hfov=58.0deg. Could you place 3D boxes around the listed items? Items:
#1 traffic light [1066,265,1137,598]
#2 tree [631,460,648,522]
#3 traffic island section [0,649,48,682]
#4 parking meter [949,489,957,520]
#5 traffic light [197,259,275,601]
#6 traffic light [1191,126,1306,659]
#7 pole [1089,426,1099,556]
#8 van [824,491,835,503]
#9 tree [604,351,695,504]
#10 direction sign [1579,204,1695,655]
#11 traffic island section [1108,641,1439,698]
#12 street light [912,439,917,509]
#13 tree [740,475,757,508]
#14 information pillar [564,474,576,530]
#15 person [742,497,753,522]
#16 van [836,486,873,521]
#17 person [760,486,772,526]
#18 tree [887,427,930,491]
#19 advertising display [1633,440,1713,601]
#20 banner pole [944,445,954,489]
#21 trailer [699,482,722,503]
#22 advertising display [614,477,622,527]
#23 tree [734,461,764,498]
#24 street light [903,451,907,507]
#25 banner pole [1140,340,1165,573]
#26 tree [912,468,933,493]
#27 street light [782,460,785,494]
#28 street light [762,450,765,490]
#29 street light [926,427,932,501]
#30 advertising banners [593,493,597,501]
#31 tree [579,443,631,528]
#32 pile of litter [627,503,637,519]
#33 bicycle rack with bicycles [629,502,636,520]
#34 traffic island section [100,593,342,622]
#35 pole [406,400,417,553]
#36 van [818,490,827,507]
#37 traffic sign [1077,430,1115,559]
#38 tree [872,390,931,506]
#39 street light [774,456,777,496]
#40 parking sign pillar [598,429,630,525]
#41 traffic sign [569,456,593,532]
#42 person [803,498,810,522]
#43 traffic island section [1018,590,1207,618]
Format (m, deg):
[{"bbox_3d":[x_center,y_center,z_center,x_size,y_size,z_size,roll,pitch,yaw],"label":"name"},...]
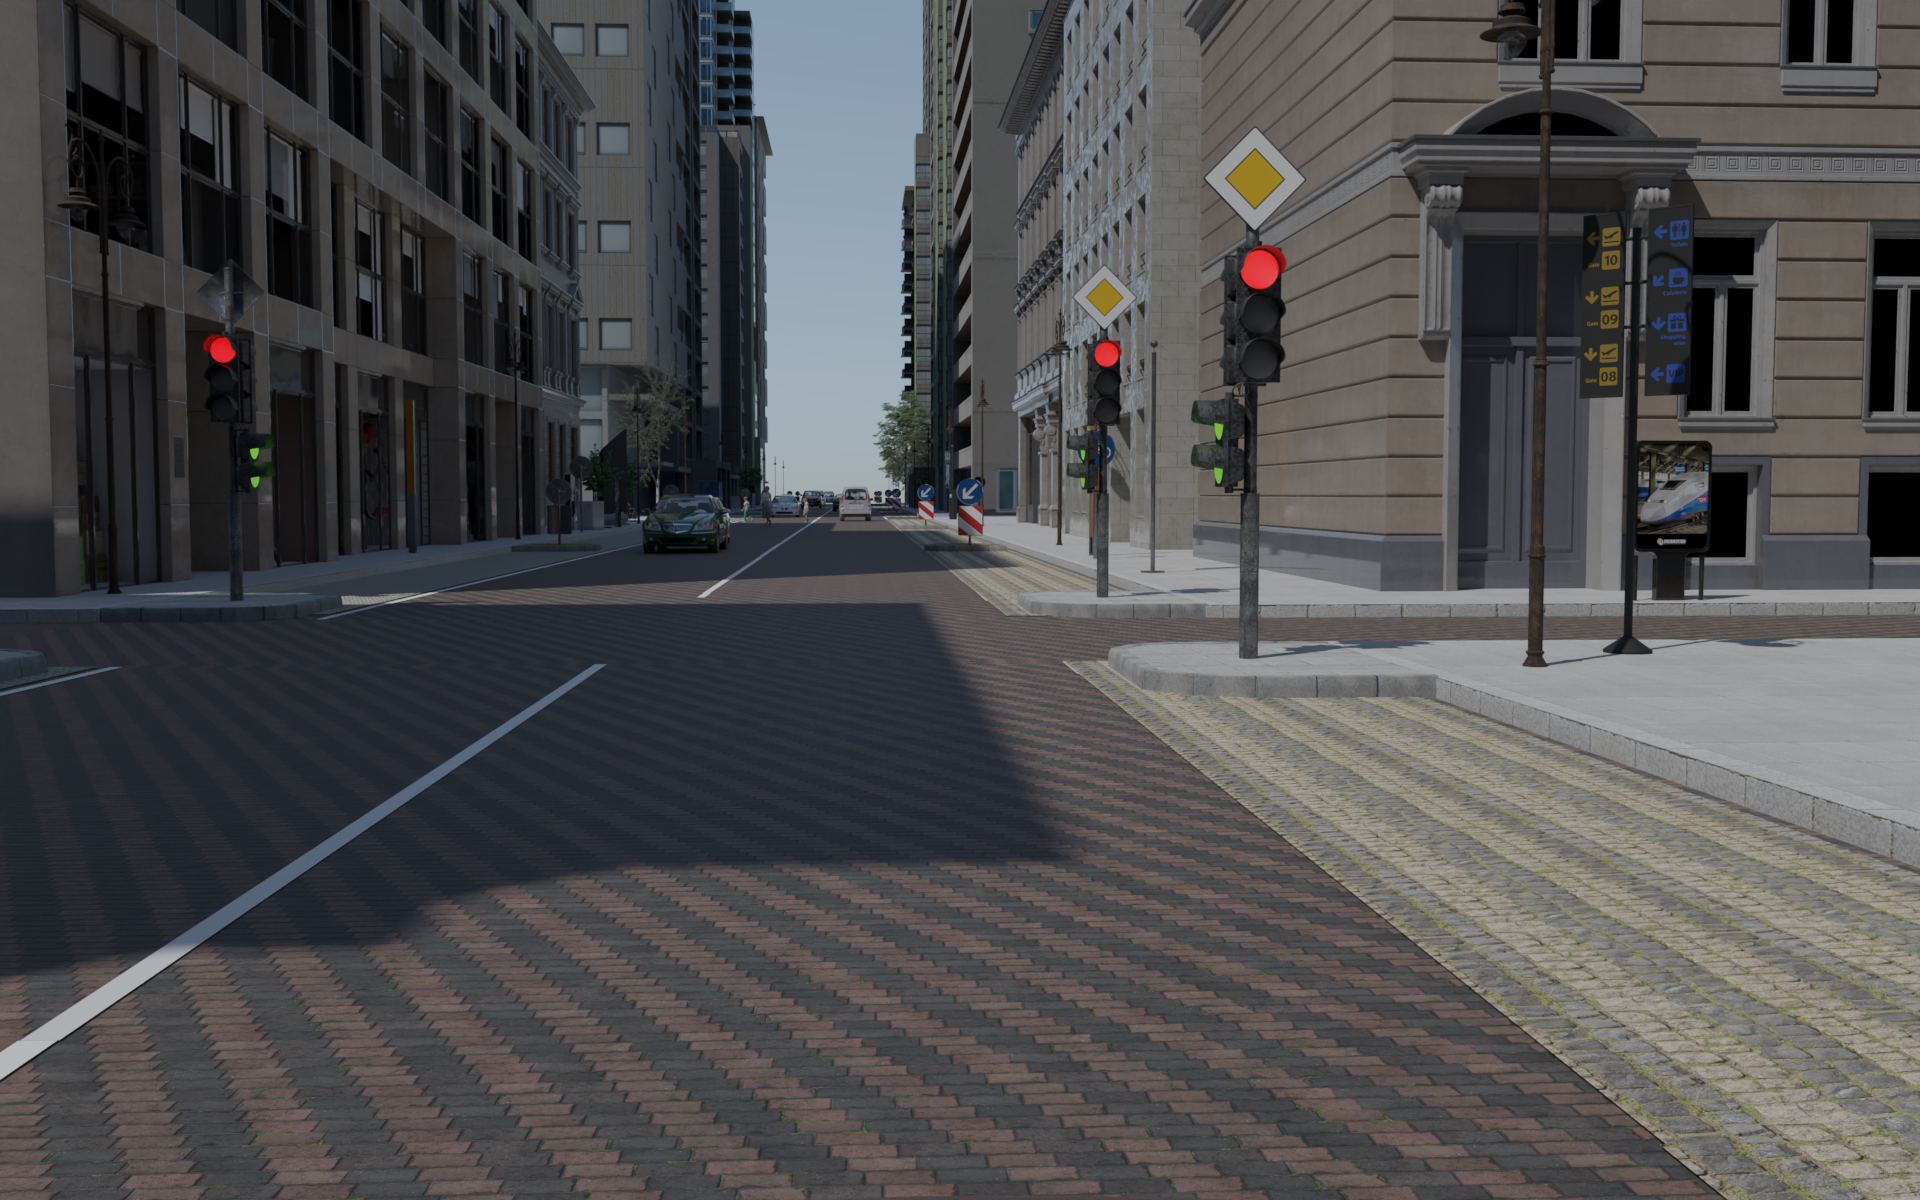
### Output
[{"bbox_3d":[1.750,-1.986,21.387,0.839,4.253,0.868,0,4,-3],"label":"traffic light"},{"bbox_3d":[-15.391,-5.279,80.917,1.663,3.219,1.824,0,3,0],"label":"tree"},{"bbox_3d":[-8.247,0.574,12.900,2.009,0.180,2.903,0,4,-3],"label":"traffic island section"},{"bbox_3d":[-0.339,-4.828,87.352,0.372,1.533,0.369,0,3,0],"label":"parking meter"},{"bbox_3d":[-8.691,-1.946,20.739,0.839,4.253,0.868,0,4,-3],"label":"traffic light"},{"bbox_3d":[2.235,-1.498,13.416,0.839,4.253,0.868,0,4,-3],"label":"traffic light"},{"bbox_3d":[2.802,-2.584,36.093,0.158,3.312,0.155,0,3,0],"label":"pole"},{"bbox_3d":[-17.472,-13.678,230.651,2.013,2.044,4.112,0,4,-4],"label":"van"},{"bbox_3d":[-15.600,-8.413,87.916,4.360,8.622,3.978,0,3,0],"label":"tree"},{"bbox_3d":[5.399,-1.340,13.901,0.876,3.537,0.379,3,5,43],"label":"direction sign"},{"bbox_3d":[2.275,0.535,13.533,2.009,0.180,2.903,0,4,-3],"label":"traffic island section"},{"bbox_3d":[-3.839,-10.597,146.052,0.468,5.910,1.993,0,4,-3],"label":"street light"},{"bbox_3d":[-19.225,-10.116,159.999,1.663,3.219,1.824,0,3,0],"label":"tree"},{"bbox_3d":[-14.031,-3.532,62.247,0.304,2.012,0.304,1,4,16],"label":"information pillar"},{"bbox_3d":[-10.744,-4.575,87.548,0.590,1.304,0.306,1,4,14],"label":"person"},{"bbox_3d":[-5.615,-5.237,92.641,2.013,2.044,4.112,0,4,-5],"label":"van"},{"bbox_3d":[-8.651,-4.224,77.794,0.478,1.798,0.641,2,4,32],"label":"person"},{"bbox_3d":[-5.247,-14.164,181.937,4.360,8.622,3.978,0,3,0],"label":"tree"},{"bbox_3d":[8.543,-0.956,20.840,0.974,1.923,0.123,0,4,-7],"label":"advertising display"},{"bbox_3d":[-0.534,-6.012,88.305,0.401,3.779,0.863,3,5,39],"label":"banner pole"},{"bbox_3d":[-12.025,-4.664,83.304,1.471,1.999,3.904,0,4,-4],"label":"trailer"},{"bbox_3d":[-13.265,-3.793,67.223,0.123,1.923,0.974,-1,4,-22],"label":"advertising display"},{"bbox_3d":[-21.060,-11.525,172.153,4.285,4.588,4.351,0,3,0],"label":"tree"},{"bbox_3d":[-5.465,-12.218,172.546,0.468,5.910,1.993,0,4,-3],"label":"street light"},{"bbox_3d":[3.165,-2.351,28.451,0.401,3.779,0.863,0,4,3],"label":"banner pole"},{"bbox_3d":[-2.487,-8.133,127.569,1.663,3.219,1.824,0,3,0],"label":"tree"},{"bbox_3d":[-23.735,-15.909,232.907,0.468,5.910,1.993,0,4,-3],"label":"street light"},{"bbox_3d":[-20.486,-12.723,180.804,0.468,5.910,1.993,0,4,-3],"label":"street light"},{"bbox_3d":[-2.179,-8.996,119.865,0.468,5.910,1.993,0,4,-3],"label":"street light"},{"bbox_3d":[-19.442,-5.858,91.968,0.090,3.025,2.074,0,4,-4],"label":"advertising banners"},{"bbox_3d":[-13.790,-4.329,65.389,1.663,3.219,1.824,0,3,0],"label":"tree"},{"bbox_3d":[-17.453,-4.637,89.774,1.719,0.858,1.176,-2,4,-25],"label":"pile of litter"},{"bbox_3d":[-16.862,-4.310,83.850,2.852,0.926,2.925,-1,4,-18],"label":"bicycle rack with bicycles"},{"bbox_3d":[-8.731,0.086,20.871,2.009,0.180,2.903,0,4,-3],"label":"traffic island section"},{"bbox_3d":[-11.905,-2.676,37.591,0.158,3.312,0.155,0,3,0],"label":"pole"},{"bbox_3d":[-15.792,-11.339,192.407,2.013,2.044,4.112,0,4,-4],"label":"van"},{"bbox_3d":[2.680,-2.090,34.274,0.768,2.556,0.104,0,4,-2],"label":"traffic sign"},{"bbox_3d":[-5.756,-16.546,188.652,7.486,12.596,7.792,0,3,0],"label":"tree"},{"bbox_3d":[-22.074,-14.326,207.024,0.468,5.910,1.993,0,4,-3],"label":"street light"},{"bbox_3d":[-14.380,-5.082,71.559,1.447,3.967,1.447,3,4,37],"label":"parking sign pillar"},{"bbox_3d":[-12.663,-3.534,57.890,0.768,2.556,0.104,0,4,-3],"label":"traffic sign"},{"bbox_3d":[-7.710,-4.522,87.442,0.382,1.210,0.505,-1,4,-22],"label":"person"},{"bbox_3d":[1.791,0.048,21.503,2.009,0.180,2.903,0,4,-3],"label":"traffic island section"}]
